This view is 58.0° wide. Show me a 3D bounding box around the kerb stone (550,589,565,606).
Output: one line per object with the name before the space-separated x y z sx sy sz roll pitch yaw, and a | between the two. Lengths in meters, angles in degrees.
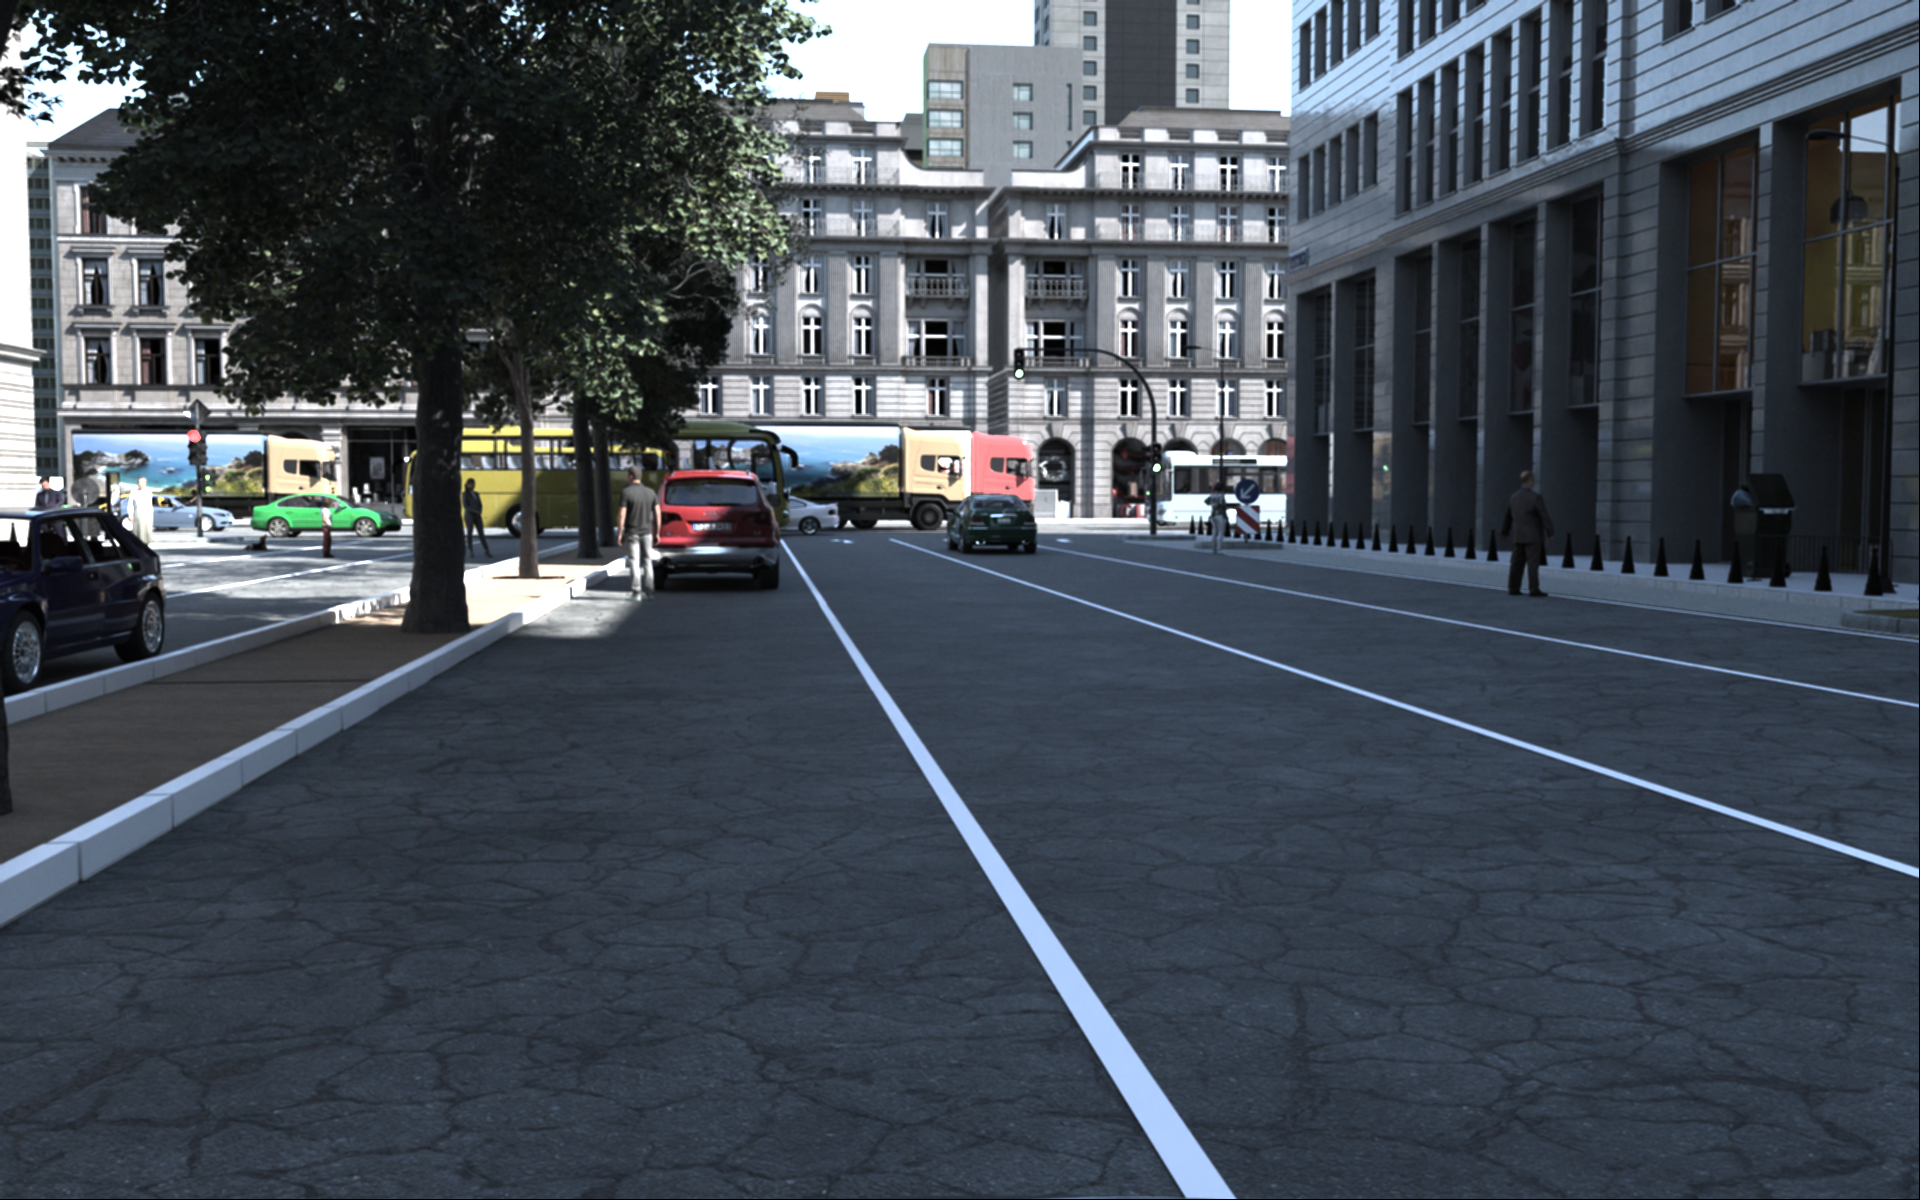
kerb stone | -5.219 -0.002 22.222 0.120 0.150 1.000 0 4 -7

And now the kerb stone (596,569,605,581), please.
kerb stone | -5.955 -0.374 28.352 0.120 0.150 1.000 0 4 -7

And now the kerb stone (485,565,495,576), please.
kerb stone | -8.282 -0.486 30.147 0.120 0.150 1.000 0 4 -7

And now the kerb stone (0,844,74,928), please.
kerb stone | -3.248 1.000 5.876 0.120 0.150 1.000 0 4 -7

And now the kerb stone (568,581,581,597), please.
kerb stone | -5.463 -0.127 24.266 0.120 0.150 1.000 0 4 -7

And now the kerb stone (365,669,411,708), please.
kerb stone | -3.985 0.623 12.004 0.120 0.150 1.000 0 4 -7

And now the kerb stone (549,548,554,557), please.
kerb stone | -9.401 -1.050 39.356 0.120 0.150 1.000 0 4 -7

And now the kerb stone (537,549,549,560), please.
kerb stone | -9.278 -0.987 38.336 0.120 0.150 1.000 0 4 -7

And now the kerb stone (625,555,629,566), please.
kerb stone | -6.694 -0.749 34.480 0.120 0.150 1.000 0 4 -7

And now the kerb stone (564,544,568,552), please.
kerb stone | -9.770 -1.236 42.424 0.120 0.150 1.000 0 4 -7

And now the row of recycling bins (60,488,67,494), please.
row of recycling bins | -57.938 -6.366 111.203 3.534 1.692 1.069 -3 5 -41

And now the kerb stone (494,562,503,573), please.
kerb stone | -8.414 -0.542 31.178 0.120 0.150 1.000 0 4 -7

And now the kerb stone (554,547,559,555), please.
kerb stone | -9.523 -1.109 40.375 0.120 0.150 1.000 0 4 -7

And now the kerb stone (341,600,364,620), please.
kerb stone | -7.063 0.137 19.947 0.120 0.150 1.000 0 4 -7

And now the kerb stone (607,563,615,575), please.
kerb stone | -6.205 -0.501 30.395 0.120 0.150 1.000 0 4 -7

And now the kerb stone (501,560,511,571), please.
kerb stone | -8.529 -0.612 32.198 0.120 0.150 1.000 0 4 -7

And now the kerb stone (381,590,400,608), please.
kerb stone | -7.303 0.013 21.989 0.120 0.150 1.000 0 4 -7

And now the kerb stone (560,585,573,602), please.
kerb stone | -5.339 -0.063 23.242 0.120 0.150 1.000 0 4 -7

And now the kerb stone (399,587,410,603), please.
kerb stone | -7.424 -0.048 23.009 0.120 0.150 1.000 0 4 -7

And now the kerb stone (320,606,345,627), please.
kerb stone | -6.930 0.200 18.924 0.120 0.150 1.000 0 4 -7

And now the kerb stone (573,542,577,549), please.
kerb stone | -10.012 -1.363 44.472 0.120 0.150 1.000 0 4 -7

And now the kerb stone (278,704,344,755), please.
kerb stone | -3.739 0.749 9.957 0.120 0.150 1.000 0 4 -7

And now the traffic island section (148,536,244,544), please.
traffic island section | -22.479 -1.769 51.199 2.009 0.180 2.903 0 4 -7

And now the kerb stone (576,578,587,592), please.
kerb stone | -5.589 -0.187 25.289 0.120 0.150 1.000 0 4 -7

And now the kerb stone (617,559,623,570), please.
kerb stone | -6.453 -0.626 32.438 0.120 0.150 1.000 0 4 -7

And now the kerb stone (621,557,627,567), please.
kerb stone | -6.572 -0.689 33.458 0.120 0.150 1.000 0 4 -7

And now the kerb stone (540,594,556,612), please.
kerb stone | -5.095 0.061 21.200 0.120 0.150 1.000 0 4 -7

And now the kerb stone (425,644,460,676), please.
kerb stone | -4.225 0.499 14.044 0.120 0.150 1.000 0 4 -7

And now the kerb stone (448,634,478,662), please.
kerb stone | -4.354 0.436 15.063 0.120 0.150 1.000 0 4 -7

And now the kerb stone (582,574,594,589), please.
kerb stone | -5.713 -0.252 26.310 0.120 0.150 1.000 0 4 -7

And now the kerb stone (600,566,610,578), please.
kerb stone | -6.081 -0.439 29.371 0.120 0.150 1.000 0 4 -7

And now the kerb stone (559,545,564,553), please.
kerb stone | -9.648 -1.174 41.394 0.120 0.150 1.000 0 4 -7

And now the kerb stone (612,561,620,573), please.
kerb stone | -6.321 -0.562 31.415 0.120 0.150 1.000 0 4 -7

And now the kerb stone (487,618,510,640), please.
kerb stone | -4.600 0.311 17.111 0.120 0.150 1.000 0 4 -7

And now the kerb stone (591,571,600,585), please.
kerb stone | -5.825 -0.314 27.331 0.120 0.150 1.000 0 4 -7

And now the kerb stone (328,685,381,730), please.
kerb stone | -3.856 0.686 10.981 0.120 0.150 1.000 0 4 -7

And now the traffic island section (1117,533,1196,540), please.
traffic island section | 6.107 -1.979 54.630 2.009 0.180 2.903 0 4 -7

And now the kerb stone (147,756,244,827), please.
kerb stone | -3.492 0.875 7.916 0.120 0.150 1.000 0 4 -7

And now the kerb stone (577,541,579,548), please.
kerb stone | -10.138 -1.425 45.491 0.120 0.150 1.000 0 4 -7

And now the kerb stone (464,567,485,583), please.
kerb stone | -8.163 -0.422 29.128 0.120 0.150 1.000 0 4 -7

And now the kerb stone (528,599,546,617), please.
kerb stone | -4.974 0.127 20.180 0.120 0.150 1.000 0 4 -7

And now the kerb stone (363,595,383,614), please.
kerb stone | -7.185 0.075 20.969 0.120 0.150 1.000 0 4 -7

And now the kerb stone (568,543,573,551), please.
kerb stone | -9.895 -1.299 43.443 0.120 0.150 1.000 0 4 -7

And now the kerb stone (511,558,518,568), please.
kerb stone | -8.664 -0.673 33.227 0.120 0.150 1.000 0 4 -7

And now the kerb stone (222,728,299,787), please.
kerb stone | -3.620 0.815 8.937 0.120 0.150 1.000 0 4 -7

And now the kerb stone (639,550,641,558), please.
kerb stone | -7.065 -0.939 37.542 0.120 0.150 1.000 0 4 -7

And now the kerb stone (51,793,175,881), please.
kerb stone | -3.367 0.938 6.896 0.120 0.150 1.000 0 4 -7

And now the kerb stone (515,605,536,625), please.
kerb stone | -4.847 0.186 19.161 0.120 0.150 1.000 0 4 -7

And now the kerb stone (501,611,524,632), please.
kerb stone | -4.722 0.248 18.135 0.120 0.150 1.000 0 4 -7

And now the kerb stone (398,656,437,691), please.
kerb stone | -4.104 0.561 13.024 0.120 0.150 1.000 0 4 -7

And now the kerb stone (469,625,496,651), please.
kerb stone | -4.474 0.373 16.091 0.120 0.150 1.000 0 4 -7
